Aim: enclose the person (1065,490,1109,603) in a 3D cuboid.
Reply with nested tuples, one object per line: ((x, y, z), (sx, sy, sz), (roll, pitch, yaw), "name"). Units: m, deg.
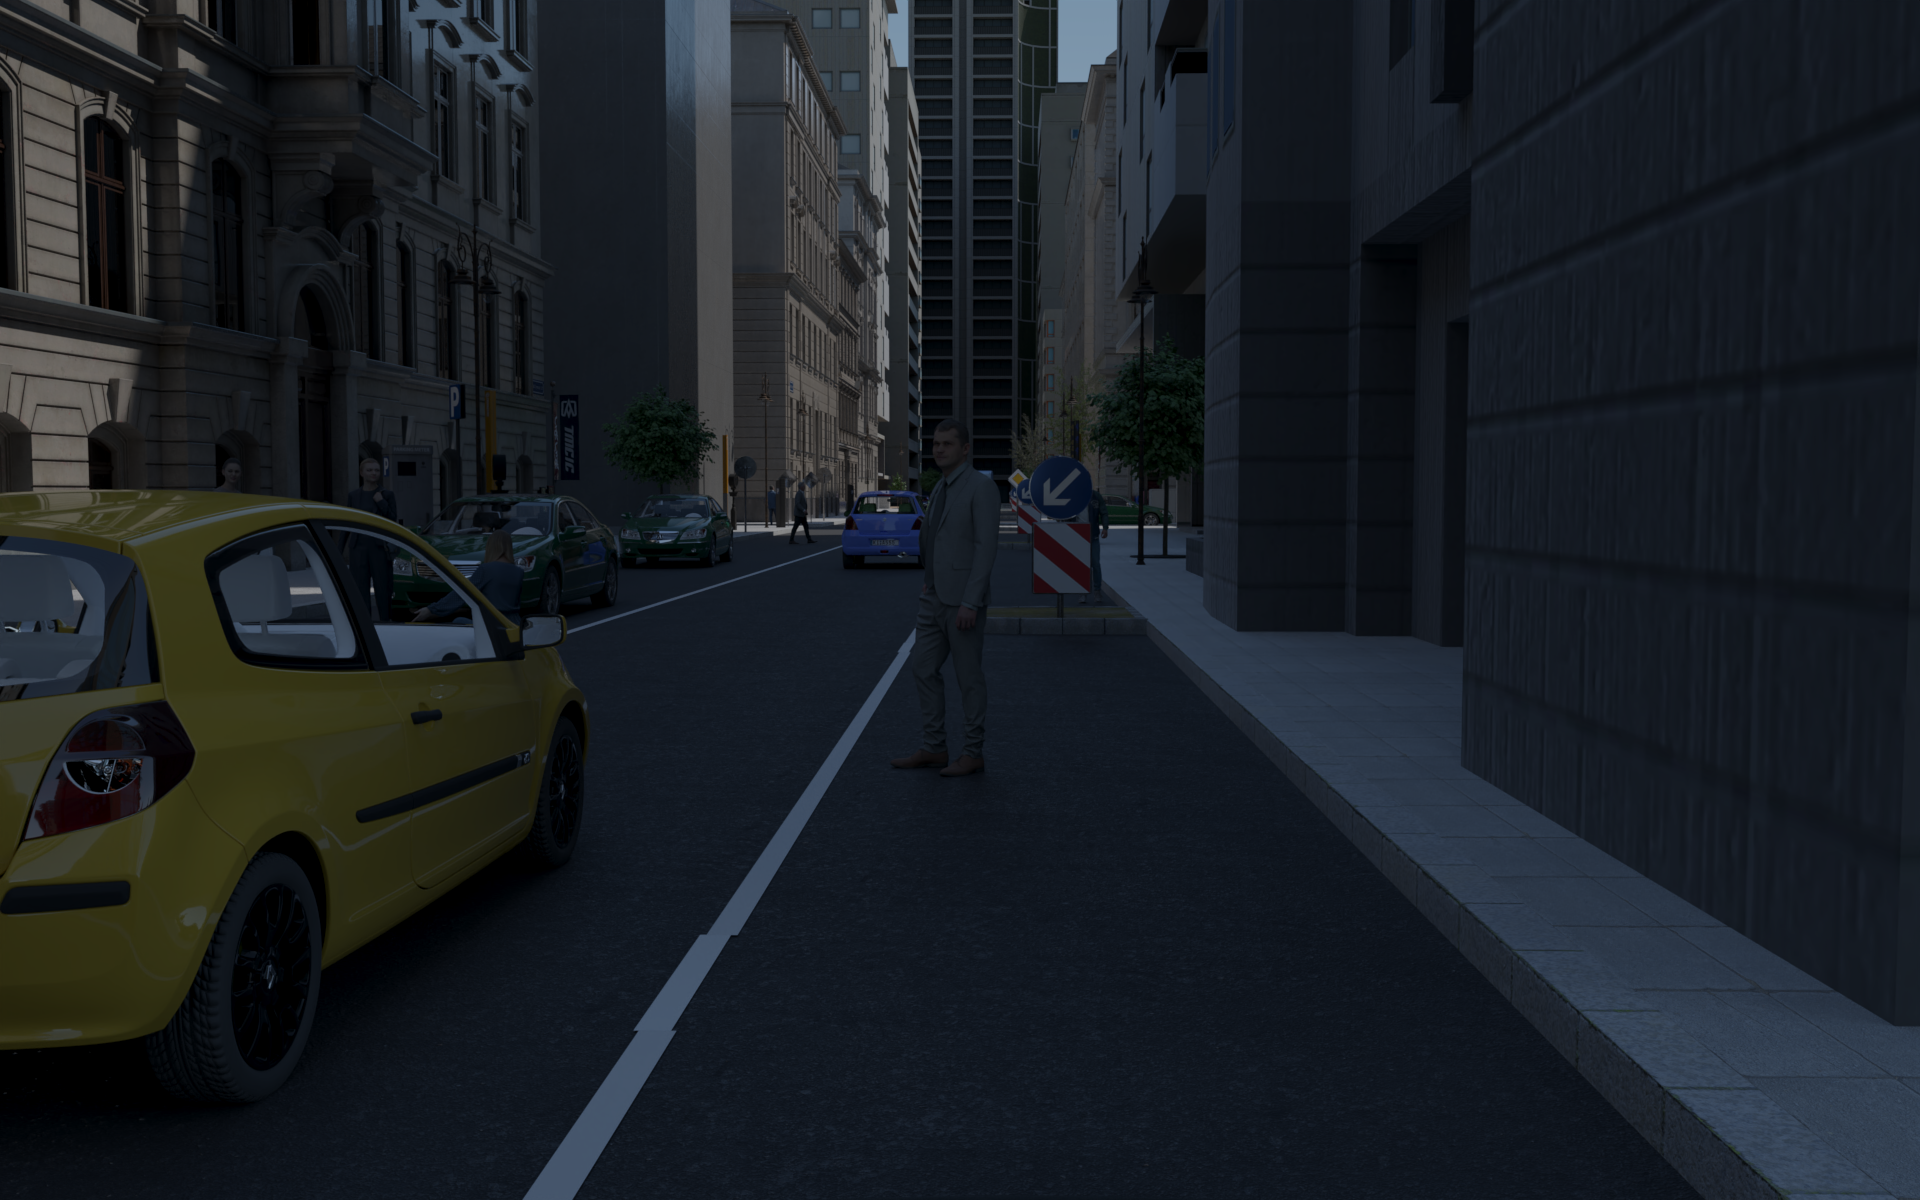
((1.646, -0.859, 22.895), (0.623, 1.781, 0.721), (0, 4, -1), "person")

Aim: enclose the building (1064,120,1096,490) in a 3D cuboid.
((17.132, -18.988, 114.975), (19.350, 26.468, 34.151), (0, 4, 2), "building")

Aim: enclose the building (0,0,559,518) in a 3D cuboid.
((-16.802, -12.881, 29.696), (14.460, 24.649, 34.723), (0, 4, 2), "building")

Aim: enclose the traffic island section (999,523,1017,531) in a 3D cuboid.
((2.312, -2.819, 68.379), (2.009, 0.180, 2.903), (0, 4, 2), "traffic island section")

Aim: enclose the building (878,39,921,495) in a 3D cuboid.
((-15.720, -34.605, 189.500), (21.300, 48.544, 21.600), (0, 4, 2), "building")

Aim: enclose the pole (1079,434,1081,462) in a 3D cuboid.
((3.982, -3.952, 58.458), (0.158, 3.312, 0.155), (0, 3, 0), "pole")

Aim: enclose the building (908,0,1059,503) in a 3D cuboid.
((3.479, -49.293, 244.186), (20.611, 71.187, 20.563), (0, 4, 2), "building")

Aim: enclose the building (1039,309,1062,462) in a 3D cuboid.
((22.114, -20.251, 176.144), (27.650, 21.520, 28.899), (0, 4, 2), "building")

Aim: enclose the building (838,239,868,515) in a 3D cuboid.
((-11.974, -15.127, 111.952), (10.561, 19.102, 19.286), (0, 4, 2), "building")

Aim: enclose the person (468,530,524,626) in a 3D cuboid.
((-3.808, 0.019, 13.693), (1.012, 1.151, 0.738), (-3, 5, -41), "person")

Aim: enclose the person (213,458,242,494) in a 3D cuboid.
((-7.045, -0.484, 16.747), (0.374, 1.781, 0.599), (1, 4, 13), "person")

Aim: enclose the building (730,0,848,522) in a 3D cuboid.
((-13.080, -17.878, 89.569), (12.463, 27.353, 25.104), (0, 4, 2), "building")

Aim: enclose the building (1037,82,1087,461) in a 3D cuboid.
((19.826, -35.285, 200.609), (21.300, 48.544, 21.600), (0, 4, 2), "building")

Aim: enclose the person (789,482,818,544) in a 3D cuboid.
((-4.496, -2.494, 49.680), (0.834, 1.777, 0.661), (0, 4, -5), "person")

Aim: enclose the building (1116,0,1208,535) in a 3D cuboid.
((18.979, -28.296, 51.886), (28.713, 52.752, 27.495), (0, 4, 2), "building")

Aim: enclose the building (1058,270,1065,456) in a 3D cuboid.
((13.156, -17.876, 141.419), (9.793, 20.994, 18.267), (0, 4, 2), "building")

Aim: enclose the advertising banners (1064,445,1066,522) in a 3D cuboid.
((3.723, -3.999, 61.567), (0.090, 3.025, 2.074), (0, 4, 3), "advertising banners")

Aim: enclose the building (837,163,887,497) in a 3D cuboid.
((-13.282, -21.144, 133.087), (14.401, 28.519, 23.554), (0, 4, 2), "building")

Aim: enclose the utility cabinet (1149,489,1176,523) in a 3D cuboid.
((8.918, -4.139, 76.352), (1.173, 1.500, 0.318), (-1, 4, -19), "utility cabinet")

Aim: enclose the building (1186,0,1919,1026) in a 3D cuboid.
((13.122, -28.995, 16.070), (21.231, 58.520, 28.212), (0, 4, 2), "building")

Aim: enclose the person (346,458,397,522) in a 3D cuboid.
((-5.684, -0.473, 16.662), (0.576, 1.772, 0.534), (-2, 4, -26), "person")

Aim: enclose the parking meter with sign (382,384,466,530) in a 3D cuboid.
((-8.687, -1.892, 27.194), (1.738, 3.016, 0.543), (-2, 4, -34), "parking meter with sign")

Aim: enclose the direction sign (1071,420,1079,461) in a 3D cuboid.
((3.540, -3.755, 53.395), (0.379, 3.537, 0.876), (-1, 4, -12), "direction sign")

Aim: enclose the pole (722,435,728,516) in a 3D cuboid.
((-8.097, -4.033, 59.781), (0.158, 3.312, 0.155), (0, 3, 0), "pole")

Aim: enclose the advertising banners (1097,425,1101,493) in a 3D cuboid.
((3.530, -2.935, 44.178), (0.090, 3.025, 2.074), (0, 4, 4), "advertising banners")

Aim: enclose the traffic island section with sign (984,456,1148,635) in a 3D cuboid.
((0.958, -0.612, 18.633), (1.989, 1.847, 2.006), (0, 4, 2), "traffic island section with sign")

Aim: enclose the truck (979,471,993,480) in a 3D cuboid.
((2.573, -12.476, 193.748), (2.967, 4.110, 18.799), (0, 4, 1), "truck")

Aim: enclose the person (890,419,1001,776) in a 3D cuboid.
((-0.028, -0.018, 8.901), (0.391, 1.810, 0.635), (-3, 4, -39), "person")

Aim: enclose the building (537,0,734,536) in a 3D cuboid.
((-23.651, -14.747, 60.186), (30.058, 24.678, 14.314), (0, 4, 2), "building")

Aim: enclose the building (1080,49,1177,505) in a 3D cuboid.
((15.851, -15.460, 81.650), (19.941, 23.489, 11.050), (0, 4, 2), "building")

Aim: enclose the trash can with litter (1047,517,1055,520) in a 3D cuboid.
((4.744, -4.591, 86.446), (0.624, 1.170, 1.055), (-2, 4, -30), "trash can with litter")

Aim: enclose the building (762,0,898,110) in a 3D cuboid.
((-20.904, -35.215, 165.003), (28.713, 52.752, 27.495), (0, 4, 2), "building")

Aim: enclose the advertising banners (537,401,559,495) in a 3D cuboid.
((-7.646, -2.206, 32.261), (0.090, 3.025, 2.074), (0, 4, -3), "advertising banners")

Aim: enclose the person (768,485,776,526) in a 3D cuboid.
((-7.866, -3.932, 72.974), (0.721, 1.800, 0.419), (0, 4, 3), "person")

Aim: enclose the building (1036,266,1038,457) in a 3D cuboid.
((16.597, -27.362, 219.076), (14.160, 30.474, 14.107), (0, 4, 2), "building")

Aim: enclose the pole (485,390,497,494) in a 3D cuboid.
((-9.243, -2.467, 34.173), (0.158, 3.312, 0.155), (0, 3, 0), "pole")
